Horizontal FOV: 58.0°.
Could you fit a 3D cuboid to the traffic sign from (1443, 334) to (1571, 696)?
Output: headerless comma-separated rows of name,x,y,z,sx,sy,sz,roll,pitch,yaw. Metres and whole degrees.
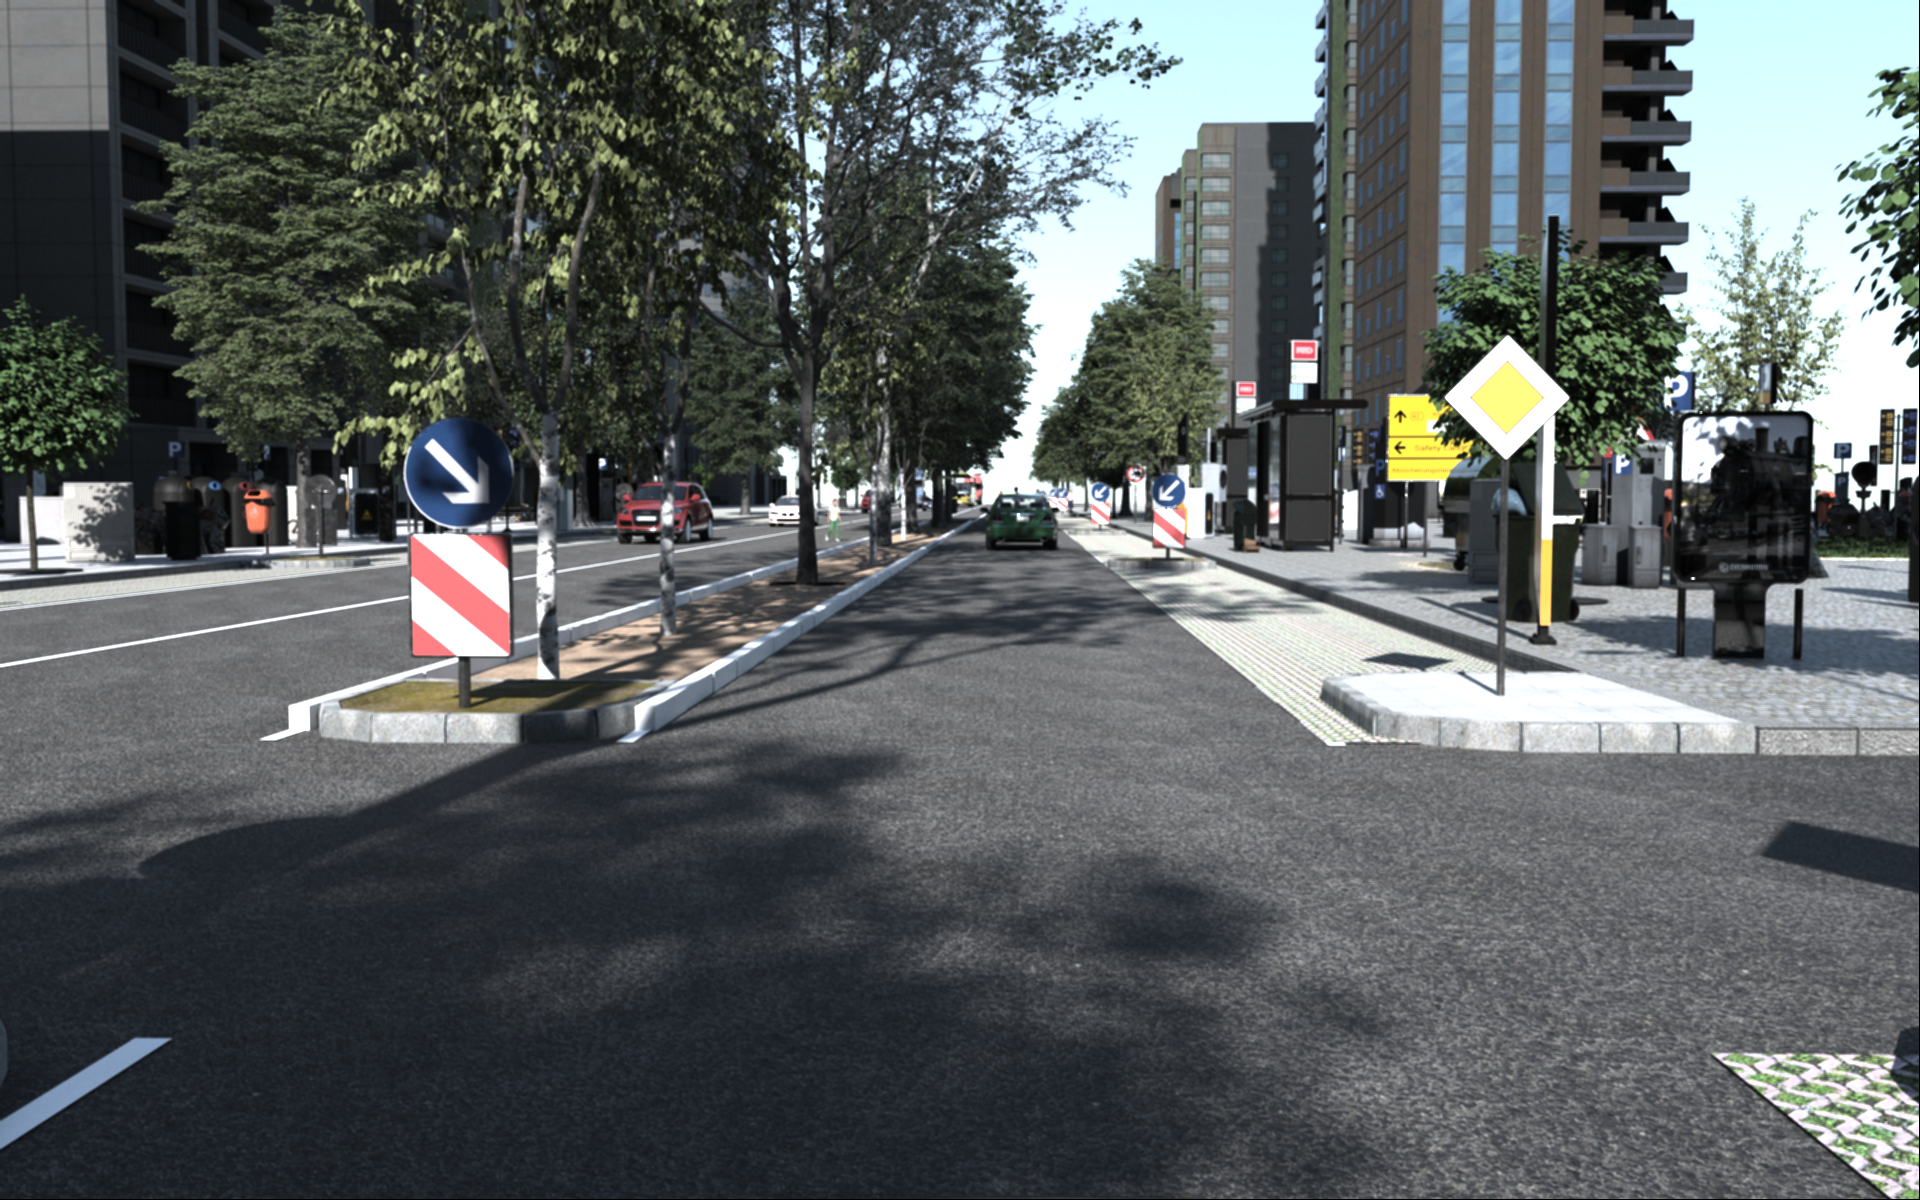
traffic sign,3.439,-0.448,10.966,0.795,2.450,0.064,0,4,2

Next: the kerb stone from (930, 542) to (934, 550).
kerb stone,-0.808,-1.317,43.732,0.120,0.150,1.000,0,4,2

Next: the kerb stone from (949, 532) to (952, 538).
kerb stone,-0.427,-2.007,55.009,0.120,0.150,1.000,0,4,2

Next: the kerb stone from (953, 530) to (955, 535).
kerb stone,-0.326,-2.194,58.082,0.120,0.150,1.000,0,4,2

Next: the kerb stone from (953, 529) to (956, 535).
kerb stone,-0.298,-2.257,59.103,0.120,0.150,1.000,0,4,2

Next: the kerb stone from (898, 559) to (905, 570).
kerb stone,-1.167,-0.625,32.448,0.120,0.150,1.000,0,4,2

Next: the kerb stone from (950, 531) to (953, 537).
kerb stone,-0.397,-2.069,56.030,0.120,0.150,1.000,0,4,2

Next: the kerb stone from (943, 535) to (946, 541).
kerb stone,-0.561,-1.754,50.914,0.120,0.150,1.000,0,4,2

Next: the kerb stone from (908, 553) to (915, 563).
kerb stone,-1.068,-0.815,35.529,0.120,0.150,1.000,0,4,2

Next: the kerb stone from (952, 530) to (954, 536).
kerb stone,-0.356,-2.132,57.060,0.120,0.150,1.000,0,4,2

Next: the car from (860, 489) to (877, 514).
car,-6.245,-7.357,128.953,2.281,1.827,5.304,0,4,0

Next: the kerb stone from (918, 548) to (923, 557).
kerb stone,-0.977,-1.004,38.603,0.120,0.150,1.000,0,4,2

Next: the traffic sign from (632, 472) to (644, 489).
traffic sign,-15.391,-5.061,82.751,0.884,2.594,0.081,0,4,5

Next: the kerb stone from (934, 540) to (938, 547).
kerb stone,-0.735,-1.439,45.774,0.120,0.150,1.000,0,4,2

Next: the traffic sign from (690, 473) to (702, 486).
traffic sign,-12.920,-5.048,84.670,0.606,2.300,0.079,0,4,6

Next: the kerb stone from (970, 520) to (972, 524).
kerb stone,0.358,-3.447,78.563,0.120,0.150,1.000,0,4,2

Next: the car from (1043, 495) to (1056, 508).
car,8.725,-9.751,172.002,1.945,1.354,3.894,0,4,3

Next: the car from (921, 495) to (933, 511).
car,-2.302,-8.244,147.368,1.945,1.354,3.894,0,4,2

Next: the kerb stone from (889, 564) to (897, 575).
kerb stone,-1.240,-0.500,30.401,0.120,0.150,1.000,0,4,2

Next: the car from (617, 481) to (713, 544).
car,-8.693,-2.612,51.376,2.281,1.827,5.304,0,4,3

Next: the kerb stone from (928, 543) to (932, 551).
kerb stone,-0.837,-1.255,42.707,0.120,0.150,1.000,0,4,2

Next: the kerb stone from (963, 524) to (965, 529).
kerb stone,0.016,-2.822,68.341,0.120,0.150,1.000,0,4,2

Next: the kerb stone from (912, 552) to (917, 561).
kerb stone,-1.043,-0.878,36.557,0.120,0.150,1.000,0,4,2

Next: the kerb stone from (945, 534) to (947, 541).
kerb stone,-0.533,-1.815,51.938,0.120,0.150,1.000,0,4,2

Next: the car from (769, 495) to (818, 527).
car,-7.432,-3.996,77.695,2.083,1.381,4.827,0,4,1

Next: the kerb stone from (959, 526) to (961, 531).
kerb stone,-0.126,-2.571,64.232,0.120,0.150,1.000,0,4,2

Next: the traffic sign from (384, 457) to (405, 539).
traffic sign,-16.020,-2.993,49.036,0.768,2.556,0.104,1,4,10

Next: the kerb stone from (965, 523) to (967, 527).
kerb stone,0.110,-3.009,71.406,0.120,0.150,1.000,0,4,2

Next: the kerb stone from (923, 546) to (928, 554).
kerb stone,-0.907,-1.124,40.657,0.120,0.150,1.000,0,4,2

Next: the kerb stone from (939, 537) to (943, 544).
kerb stone,-0.631,-1.630,48.854,0.120,0.150,1.000,0,4,2

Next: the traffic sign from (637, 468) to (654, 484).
traffic sign,-13.914,-4.678,76.595,0.768,2.556,0.104,1,4,9

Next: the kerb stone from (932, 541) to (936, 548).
kerb stone,-0.770,-1.377,44.753,0.120,0.150,1.000,0,4,2

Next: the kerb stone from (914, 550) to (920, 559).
kerb stone,-1.008,-0.941,37.579,0.120,0.150,1.000,0,4,2

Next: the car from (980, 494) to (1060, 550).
car,1.592,-2.075,45.717,2.131,1.459,4.920,0,4,0

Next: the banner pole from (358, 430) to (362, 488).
banner pole,-23.691,-4.771,68.030,0.863,3.779,0.401,3,4,36

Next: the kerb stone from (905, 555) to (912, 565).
kerb stone,-1.104,-0.752,34.497,0.120,0.150,1.000,0,4,2

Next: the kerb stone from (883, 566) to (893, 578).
kerb stone,-1.282,-0.439,29.380,0.120,0.150,1.000,0,4,2

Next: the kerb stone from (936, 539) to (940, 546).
kerb stone,-0.703,-1.499,46.796,0.120,0.150,1.000,0,4,2

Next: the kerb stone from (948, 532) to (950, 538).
kerb stone,-0.458,-1.943,53.980,0.120,0.150,1.000,0,4,2

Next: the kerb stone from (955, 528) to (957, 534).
kerb stone,-0.255,-2.320,60.126,0.120,0.150,1.000,0,4,2

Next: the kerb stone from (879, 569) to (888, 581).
kerb stone,-1.316,-0.377,28.358,0.120,0.150,1.000,0,4,2

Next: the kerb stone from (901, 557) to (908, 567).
kerb stone,-1.138,-0.690,33.475,0.120,0.150,1.000,0,4,2

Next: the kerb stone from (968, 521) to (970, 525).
kerb stone,0.247,-3.260,75.498,0.120,0.150,1.000,0,4,2

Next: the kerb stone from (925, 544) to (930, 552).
kerb stone,-0.867,-1.192,41.686,0.120,0.150,1.000,0,4,2

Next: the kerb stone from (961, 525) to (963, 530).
kerb stone,-0.050,-2.697,66.289,0.120,0.150,1.000,0,4,2

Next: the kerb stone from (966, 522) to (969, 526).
kerb stone,0.183,-3.135,73.448,0.120,0.150,1.000,0,4,2

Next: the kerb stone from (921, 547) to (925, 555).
kerb stone,-0.937,-1.066,39.627,0.120,0.150,1.000,0,4,2

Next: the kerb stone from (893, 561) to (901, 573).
kerb stone,-1.207,-0.563,31.427,0.120,0.150,1.000,0,4,2

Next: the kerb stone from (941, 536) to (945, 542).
kerb stone,-0.592,-1.693,49.884,0.120,0.150,1.000,0,4,2

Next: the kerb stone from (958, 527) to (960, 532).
kerb stone,-0.159,-2.508,63.206,0.120,0.150,1.000,0,4,2

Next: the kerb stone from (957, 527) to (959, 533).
kerb stone,-0.185,-2.446,62.185,0.120,0.150,1.000,0,4,2

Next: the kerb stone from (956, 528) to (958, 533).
kerb stone,-0.225,-2.381,61.156,0.120,0.150,1.000,0,4,2

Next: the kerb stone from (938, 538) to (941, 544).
kerb stone,-0.663,-1.565,47.829,0.120,0.150,1.000,0,4,2

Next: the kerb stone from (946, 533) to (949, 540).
kerb stone,-0.490,-1.882,52.959,0.120,0.150,1.000,0,4,2
